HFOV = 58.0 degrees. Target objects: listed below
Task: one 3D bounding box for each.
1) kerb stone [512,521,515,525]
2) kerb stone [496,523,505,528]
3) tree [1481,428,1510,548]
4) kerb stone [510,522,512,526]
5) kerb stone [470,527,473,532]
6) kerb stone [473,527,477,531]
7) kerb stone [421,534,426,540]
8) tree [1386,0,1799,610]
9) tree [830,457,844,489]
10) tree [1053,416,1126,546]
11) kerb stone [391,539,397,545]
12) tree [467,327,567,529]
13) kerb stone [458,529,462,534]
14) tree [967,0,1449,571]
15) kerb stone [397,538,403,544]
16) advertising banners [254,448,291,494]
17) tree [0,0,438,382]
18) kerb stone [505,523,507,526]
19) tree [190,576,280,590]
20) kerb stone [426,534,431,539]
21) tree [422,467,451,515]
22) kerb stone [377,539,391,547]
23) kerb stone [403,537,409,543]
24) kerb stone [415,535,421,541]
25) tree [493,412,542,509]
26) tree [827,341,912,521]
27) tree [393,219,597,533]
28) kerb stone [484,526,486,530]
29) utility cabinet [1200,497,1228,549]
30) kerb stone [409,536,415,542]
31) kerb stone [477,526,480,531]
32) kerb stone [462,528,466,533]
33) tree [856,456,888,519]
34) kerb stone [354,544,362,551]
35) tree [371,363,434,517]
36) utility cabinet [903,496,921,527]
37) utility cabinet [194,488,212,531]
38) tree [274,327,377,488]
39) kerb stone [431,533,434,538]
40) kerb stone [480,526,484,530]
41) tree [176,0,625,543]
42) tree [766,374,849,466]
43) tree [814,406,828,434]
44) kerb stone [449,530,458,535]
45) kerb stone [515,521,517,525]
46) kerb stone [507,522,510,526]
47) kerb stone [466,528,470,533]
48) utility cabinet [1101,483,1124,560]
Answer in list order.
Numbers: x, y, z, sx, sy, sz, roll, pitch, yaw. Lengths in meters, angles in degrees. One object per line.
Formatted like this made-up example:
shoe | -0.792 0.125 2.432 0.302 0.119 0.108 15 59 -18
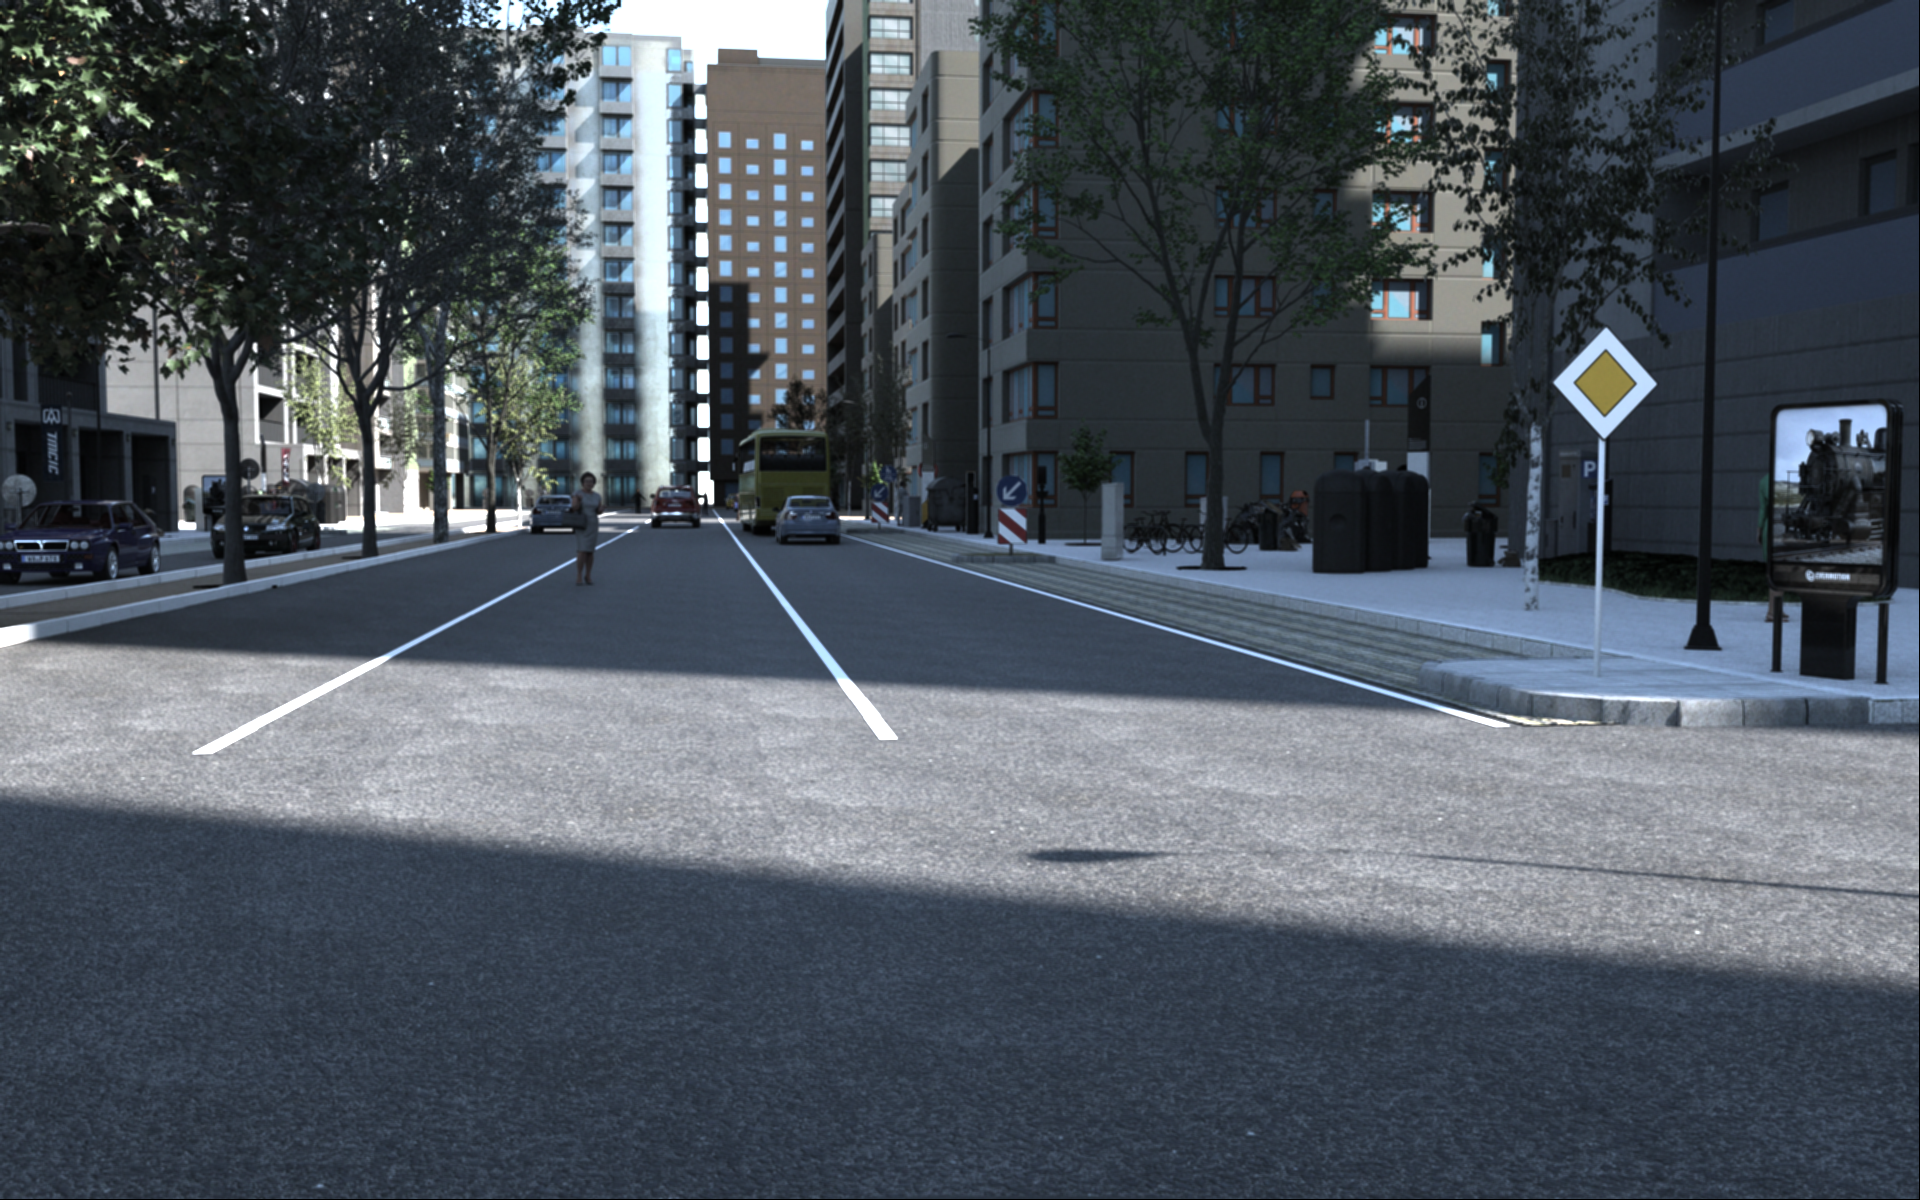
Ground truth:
kerb stone | -20.506 -3.464 78.872 0.120 0.150 1.000 -1 4 -8
kerb stone | -19.905 -3.219 74.819 0.120 0.150 1.000 -1 4 -8
tree | 13.460 -2.844 41.103 1.663 3.219 1.824 0 3 0
kerb stone | -20.356 -3.399 77.861 0.120 0.150 1.000 -1 4 -8
kerb stone | -18.389 -2.598 64.670 0.120 0.150 1.000 -1 4 -8
kerb stone | -18.541 -2.660 65.681 0.120 0.150 1.000 -1 4 -8
kerb stone | -16.725 -1.916 53.524 0.120 0.150 1.000 -1 4 -8
tree | 6.554 -4.195 18.957 4.360 8.622 3.978 0 3 0
tree | -10.268 -8.730 126.451 4.285 4.588 4.351 0 3 0
tree | 3.064 -2.983 43.374 1.663 3.219 1.824 0 3 0
kerb stone | -15.968 -1.606 48.460 0.120 0.150 1.000 -1 4 -8
tree | -18.031 -7.209 70.690 4.737 8.622 4.395 0 3 0
kerb stone | -17.936 -2.412 61.633 0.120 0.150 1.000 -1 4 -8
tree | 4.188 -6.312 28.956 9.928 11.665 9.643 0 3 0
kerb stone | -16.119 -1.668 49.472 0.120 0.150 1.000 -1 4 -8
advertising banners | -25.785 -4.211 65.041 0.090 3.025 2.074 1 4 17
tree | -9.832 -5.839 14.932 9.611 12.733 9.660 0 3 0
kerb stone | -20.061 -3.281 75.835 0.120 0.150 1.000 -1 4 -8
tree | -10.952 -6.907 25.751 12.009 13.543 11.850 0 3 0
kerb stone | -16.877 -1.978 54.535 0.120 0.150 1.000 -1 4 -8
tree | -32.074 -6.805 105.870 1.663 3.219 1.824 0 3 0
kerb stone | -15.818 -1.545 47.449 0.120 0.150 1.000 -1 4 -8
kerb stone | -16.268 -1.730 50.484 0.120 0.150 1.000 -1 4 -8
kerb stone | -16.575 -1.854 52.507 0.120 0.150 1.000 -1 4 -8
tree | -38.284 -12.137 148.803 4.360 8.622 3.978 0 3 0
tree | -3.225 -8.075 82.386 4.360 8.622 3.978 0 3 0
tree | -17.115 -8.258 63.234 9.928 11.665 9.643 0 3 0
kerb stone | -18.991 -2.846 68.735 0.120 0.150 1.000 -1 4 -8
utility cabinet | 6.020 -1.836 41.174 0.306 1.237 1.020 -1 4 -15
kerb stone | -16.425 -1.792 51.495 0.120 0.150 1.000 -1 4 -8
kerb stone | -18.692 -2.722 66.692 0.120 0.150 1.000 -1 4 -8
kerb stone | -18.094 -2.473 62.643 0.120 0.150 1.000 -1 4 -8
tree | -4.372 -5.773 88.994 1.663 3.219 1.824 0 3 0
kerb stone | -15.208 -1.297 43.397 0.120 0.150 1.000 -1 4 -8
tree | -31.374 -9.016 97.781 4.360 8.622 3.978 0 3 0
utility cabinet | -1.862 -3.436 67.333 0.306 1.237 1.020 2 4 24
utility cabinet | -26.024 -3.123 59.732 0.318 1.500 1.173 -3 5 -41
tree | -28.275 -7.740 76.910 4.737 8.622 4.395 0 3 0
kerb stone | -17.027 -2.040 55.553 0.120 0.150 1.000 -1 4 -8
kerb stone | -18.840 -2.781 67.719 0.120 0.150 1.000 -1 4 -8
tree | -16.428 -11.750 50.463 12.611 20.169 13.585 0 3 0
tree | -12.074 -12.254 134.769 7.601 10.594 8.767 0 4 -4
tree | -6.546 -9.264 101.821 4.360 8.622 3.978 0 3 0
kerb stone | -17.787 -2.349 60.621 0.120 0.150 1.000 -1 4 -8
kerb stone | -20.656 -3.529 79.888 0.120 0.150 1.000 -1 4 -8
kerb stone | -20.206 -3.343 76.849 0.120 0.150 1.000 -1 4 -8
kerb stone | -18.237 -2.536 63.659 0.120 0.150 1.000 -1 4 -8
utility cabinet | 2.976 -1.542 33.886 0.318 1.500 1.173 1 4 12
